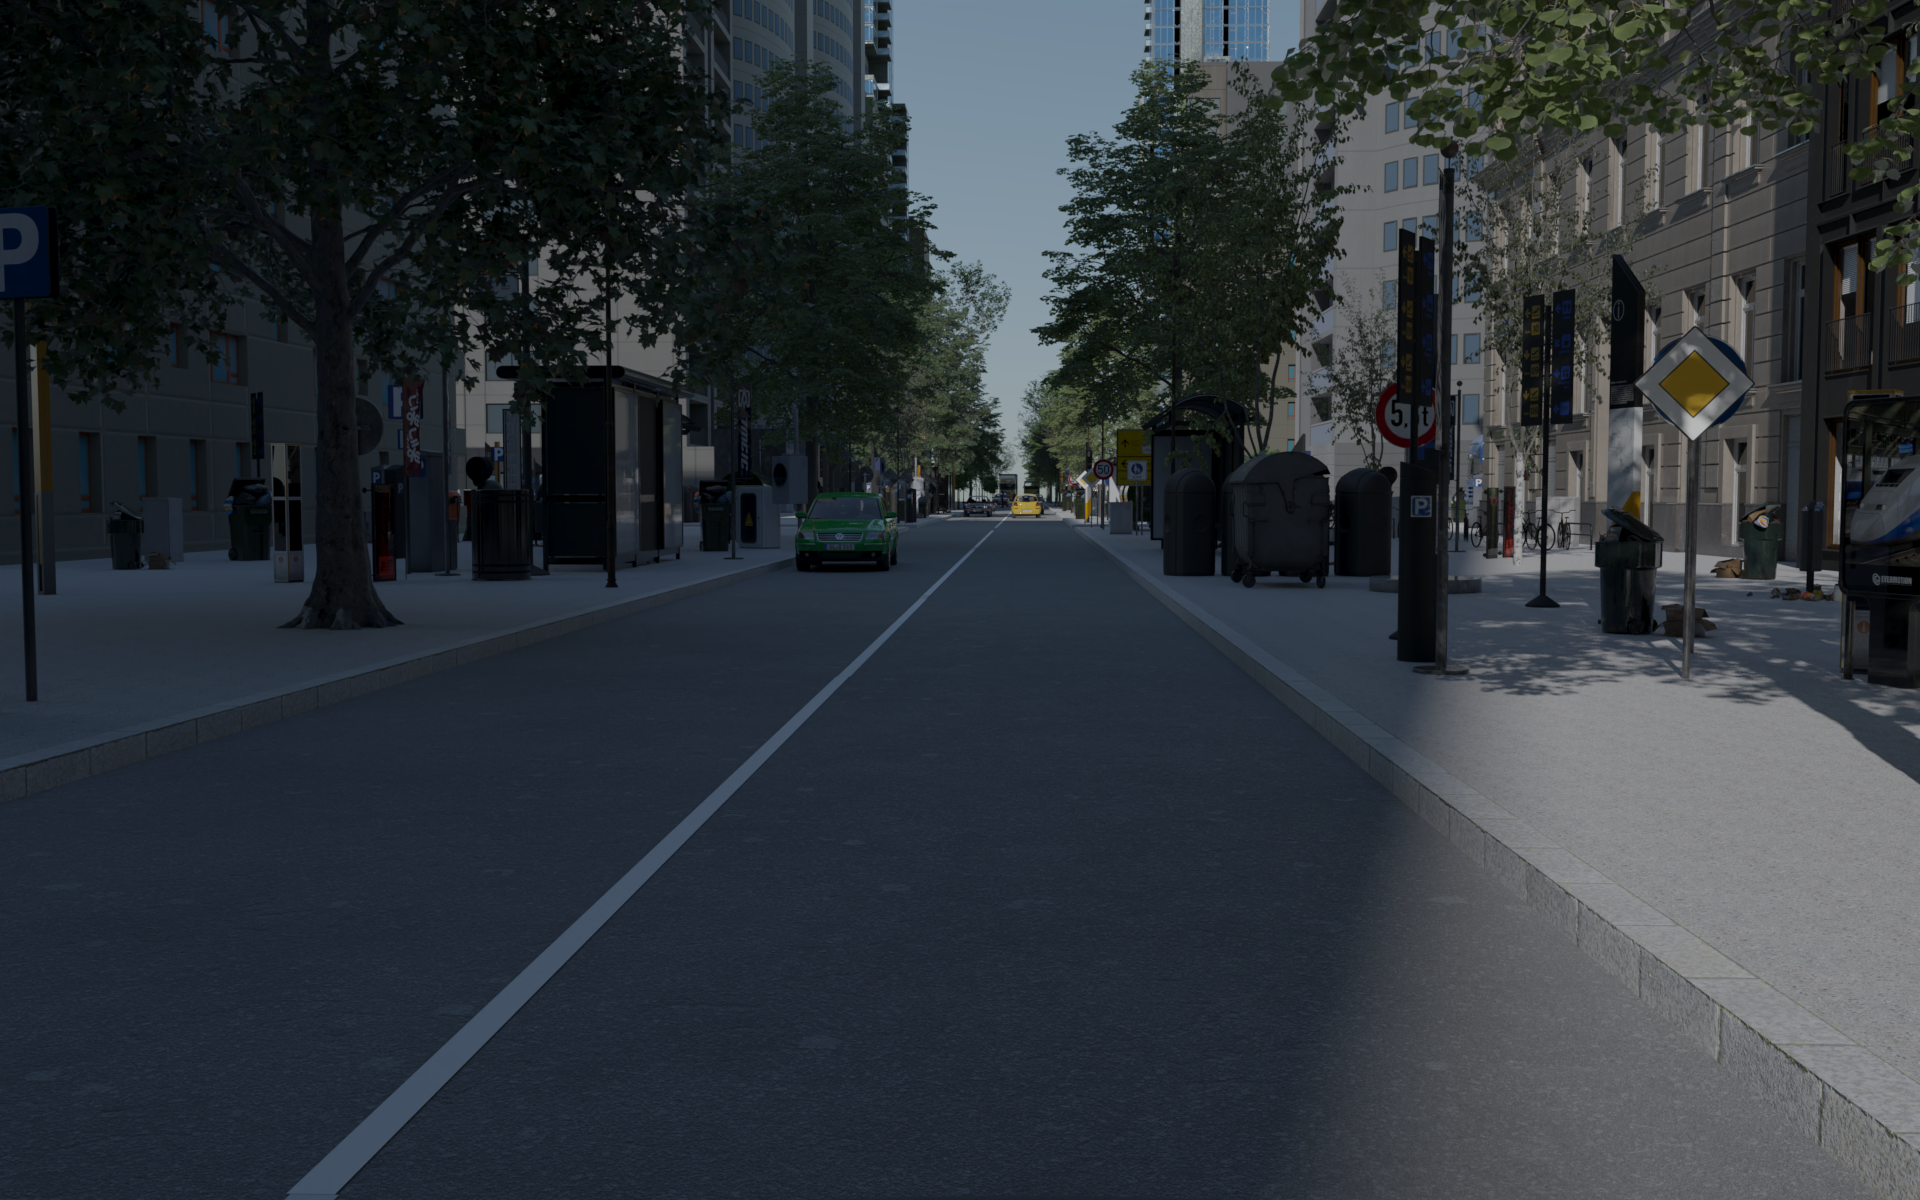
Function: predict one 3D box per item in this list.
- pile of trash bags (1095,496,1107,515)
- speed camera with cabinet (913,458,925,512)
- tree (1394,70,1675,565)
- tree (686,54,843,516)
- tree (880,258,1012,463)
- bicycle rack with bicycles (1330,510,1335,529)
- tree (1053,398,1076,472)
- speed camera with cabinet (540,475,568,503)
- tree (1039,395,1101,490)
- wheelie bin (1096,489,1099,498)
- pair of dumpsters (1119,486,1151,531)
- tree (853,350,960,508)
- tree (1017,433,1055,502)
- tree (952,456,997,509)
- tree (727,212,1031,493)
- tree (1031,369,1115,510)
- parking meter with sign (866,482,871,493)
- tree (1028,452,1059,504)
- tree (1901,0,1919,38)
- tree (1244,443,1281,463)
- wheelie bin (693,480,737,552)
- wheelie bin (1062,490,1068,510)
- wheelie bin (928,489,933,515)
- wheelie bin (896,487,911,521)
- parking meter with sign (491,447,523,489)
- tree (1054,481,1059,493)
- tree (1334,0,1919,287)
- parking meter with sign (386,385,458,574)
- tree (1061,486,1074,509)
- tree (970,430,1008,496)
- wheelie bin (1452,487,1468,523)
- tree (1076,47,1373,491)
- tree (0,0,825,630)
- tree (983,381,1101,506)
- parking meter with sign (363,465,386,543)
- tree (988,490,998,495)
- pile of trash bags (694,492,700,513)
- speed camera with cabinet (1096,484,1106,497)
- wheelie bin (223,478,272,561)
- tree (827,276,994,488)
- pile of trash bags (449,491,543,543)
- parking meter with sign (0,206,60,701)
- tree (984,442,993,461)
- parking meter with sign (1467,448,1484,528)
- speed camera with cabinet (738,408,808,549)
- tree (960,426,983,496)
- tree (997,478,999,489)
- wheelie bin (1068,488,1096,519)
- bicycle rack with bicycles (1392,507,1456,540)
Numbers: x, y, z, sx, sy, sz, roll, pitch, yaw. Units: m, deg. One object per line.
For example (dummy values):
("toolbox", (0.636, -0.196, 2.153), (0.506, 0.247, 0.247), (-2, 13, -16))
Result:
("pile of trash bags", (8.643, -5.969, 107.338), (3.447, 1.369, 1.912), (3, 5, 44))
("speed camera with cabinet", (-2.273, -6.058, 93.384), (0.660, 3.252, 2.038), (0, 4, 6))
("tree", (10.297, -4.929, 30.949), (4.360, 8.622, 3.978), (0, 3, 0))
("tree", (-3.975, -7.815, 45.898), (7.486, 12.596, 7.792), (0, 3, 0))
("tree", (-2.975, -16.749, 129.739), (12.611, 20.169, 13.585), (0, 3, 0))
("bicycle rack with bicycles", (12.889, -3.019, 62.739), (2.925, 0.926, 2.852), (2, 4, 25))
("tree", (9.031, -11.060, 131.197), (4.737, 8.622, 4.395), (0, 3, 0))
("speed camera with cabinet", (-19.287, -5.375, 82.225), (0.660, 3.252, 2.038), (-3, 4, -36))
("tree", (7.534, -9.849, 111.397), (4.360, 8.622, 3.978), (0, 3, 0))
("wheelie bin", (9.301, -6.641, 116.483), (0.693, 1.594, 0.980), (1, 4, 16))
("pair of dumpsters", (6.551, -3.607, 61.469), (1.574, 2.255, 4.437), (0, 4, 2))
("tree", (-2.970, -8.226, 84.858), (4.360, 8.622, 3.978), (0, 3, 0))
("tree", (14.857, -23.639, 293.151), (9.857, 13.997, 8.962), (0, 3, 0))
("tree", (-0.111, -9.872, 145.118), (4.285, 4.588, 4.351), (0, 3, 0))
("tree", (-4.520, -8.294, 61.360), (9.928, 11.665, 9.643), (0, 3, 0))
("tree", (8.756, -13.136, 140.521), (9.928, 11.665, 9.643), (0, 3, 0))
("parking meter with sign", (-5.728, -7.080, 112.012), (0.543, 3.016, 1.738), (3, 4, 37))
("tree", (13.268, -18.383, 234.978), (8.767, 10.594, 7.601), (-1, 4, -17))
("tree", (10.783, -3.961, 15.117), (4.360, 8.622, 3.978), (0, 3, 0))
("tree", (19.222, -7.625, 108.374), (4.285, 4.588, 4.351), (0, 3, 0))
("wheelie bin", (-5.478, -1.892, 38.841), (0.980, 1.594, 0.693), (-1, 4, -13))
("wheelie bin", (8.430, -7.823, 135.808), (0.980, 1.594, 0.693), (3, 5, 42))
("wheelie bin", (-2.137, -6.014, 106.243), (0.980, 1.594, 0.693), (1, 4, 11))
("wheelie bin", (-2.596, -4.550, 82.297), (0.980, 1.594, 0.693), (2, 4, 32))
("parking meter with sign", (-16.368, -4.105, 63.370), (1.738, 3.016, 0.543), (3, 4, 38))
("tree", (12.691, -13.784, 219.977), (1.663, 3.219, 1.824), (0, 3, 0))
("tree", (3.709, -5.375, 6.014), (7.486, 12.596, 7.792), (0, 3, 0))
("parking meter with sign", (-8.792, -1.973, 28.522), (0.543, 3.016, 1.738), (0, 4, 4))
("tree", (10.132, -9.625, 151.967), (1.663, 3.219, 1.824), (0, 3, 0))
("tree", (2.630, -17.875, 226.666), (7.601, 10.594, 8.767), (-1, 4, -15))
("wheelie bin", (22.466, -4.265, 77.645), (0.693, 1.594, 0.980), (2, 4, 27))
("tree", (4.896, -4.807, 28.961), (4.737, 8.622, 4.395), (0, 3, 0))
("tree", (-6.108, -6.081, 16.429), (9.611, 12.733, 9.660), (0, 3, 0))
("tree", (10.314, -16.515, 180.397), (12.009, 13.543, 11.850), (0, 3, 0))
("parking meter with sign", (-15.163, -3.021, 45.659), (0.543, 3.016, 1.738), (2, 4, 26))
("tree", (5.265, -17.178, 275.459), (1.663, 3.219, 1.824), (0, 3, 0))
("pile of trash bags", (-12.439, -4.335, 80.637), (3.447, 1.369, 1.912), (3, 4, 36))
("speed camera with cabinet", (9.610, -8.067, 126.237), (2.038, 3.252, 0.660), (1, 4, 9))
("wheelie bin", (-13.669, -1.562, 33.442), (0.693, 1.594, 0.980), (3, 4, 38))
("tree", (-2.838, -11.869, 100.720), (9.857, 13.997, 8.962), (0, 3, 0))
("pile of trash bags", (-12.777, -2.287, 47.146), (1.912, 1.369, 3.447), (2, 4, 30))
("parking meter with sign", (-5.976, -0.831, 9.851), (0.543, 3.016, 1.738), (1, 4, 16))
("tree", (2.039, -15.546, 204.544), (4.360, 8.622, 3.978), (0, 3, 0))
("parking meter with sign", (19.638, -4.225, 65.341), (0.543, 3.016, 1.738), (2, 4, 34))
("speed camera with cabinet", (-4.392, -2.822, 40.476), (0.660, 3.252, 2.038), (-3, 5, -42))
("tree", (-0.872, -12.540, 155.399), (4.360, 8.622, 3.978), (0, 3, 0))
("tree", (4.349, -16.630, 255.605), (4.285, 4.588, 4.351), (0, 3, 0))
("wheelie bin", (6.227, -4.905, 88.110), (0.980, 1.594, 0.693), (1, 4, 22))
("bicycle rack with bicycles", (13.067, -2.128, 48.168), (2.852, 0.926, 2.925), (1, 4, 19))
